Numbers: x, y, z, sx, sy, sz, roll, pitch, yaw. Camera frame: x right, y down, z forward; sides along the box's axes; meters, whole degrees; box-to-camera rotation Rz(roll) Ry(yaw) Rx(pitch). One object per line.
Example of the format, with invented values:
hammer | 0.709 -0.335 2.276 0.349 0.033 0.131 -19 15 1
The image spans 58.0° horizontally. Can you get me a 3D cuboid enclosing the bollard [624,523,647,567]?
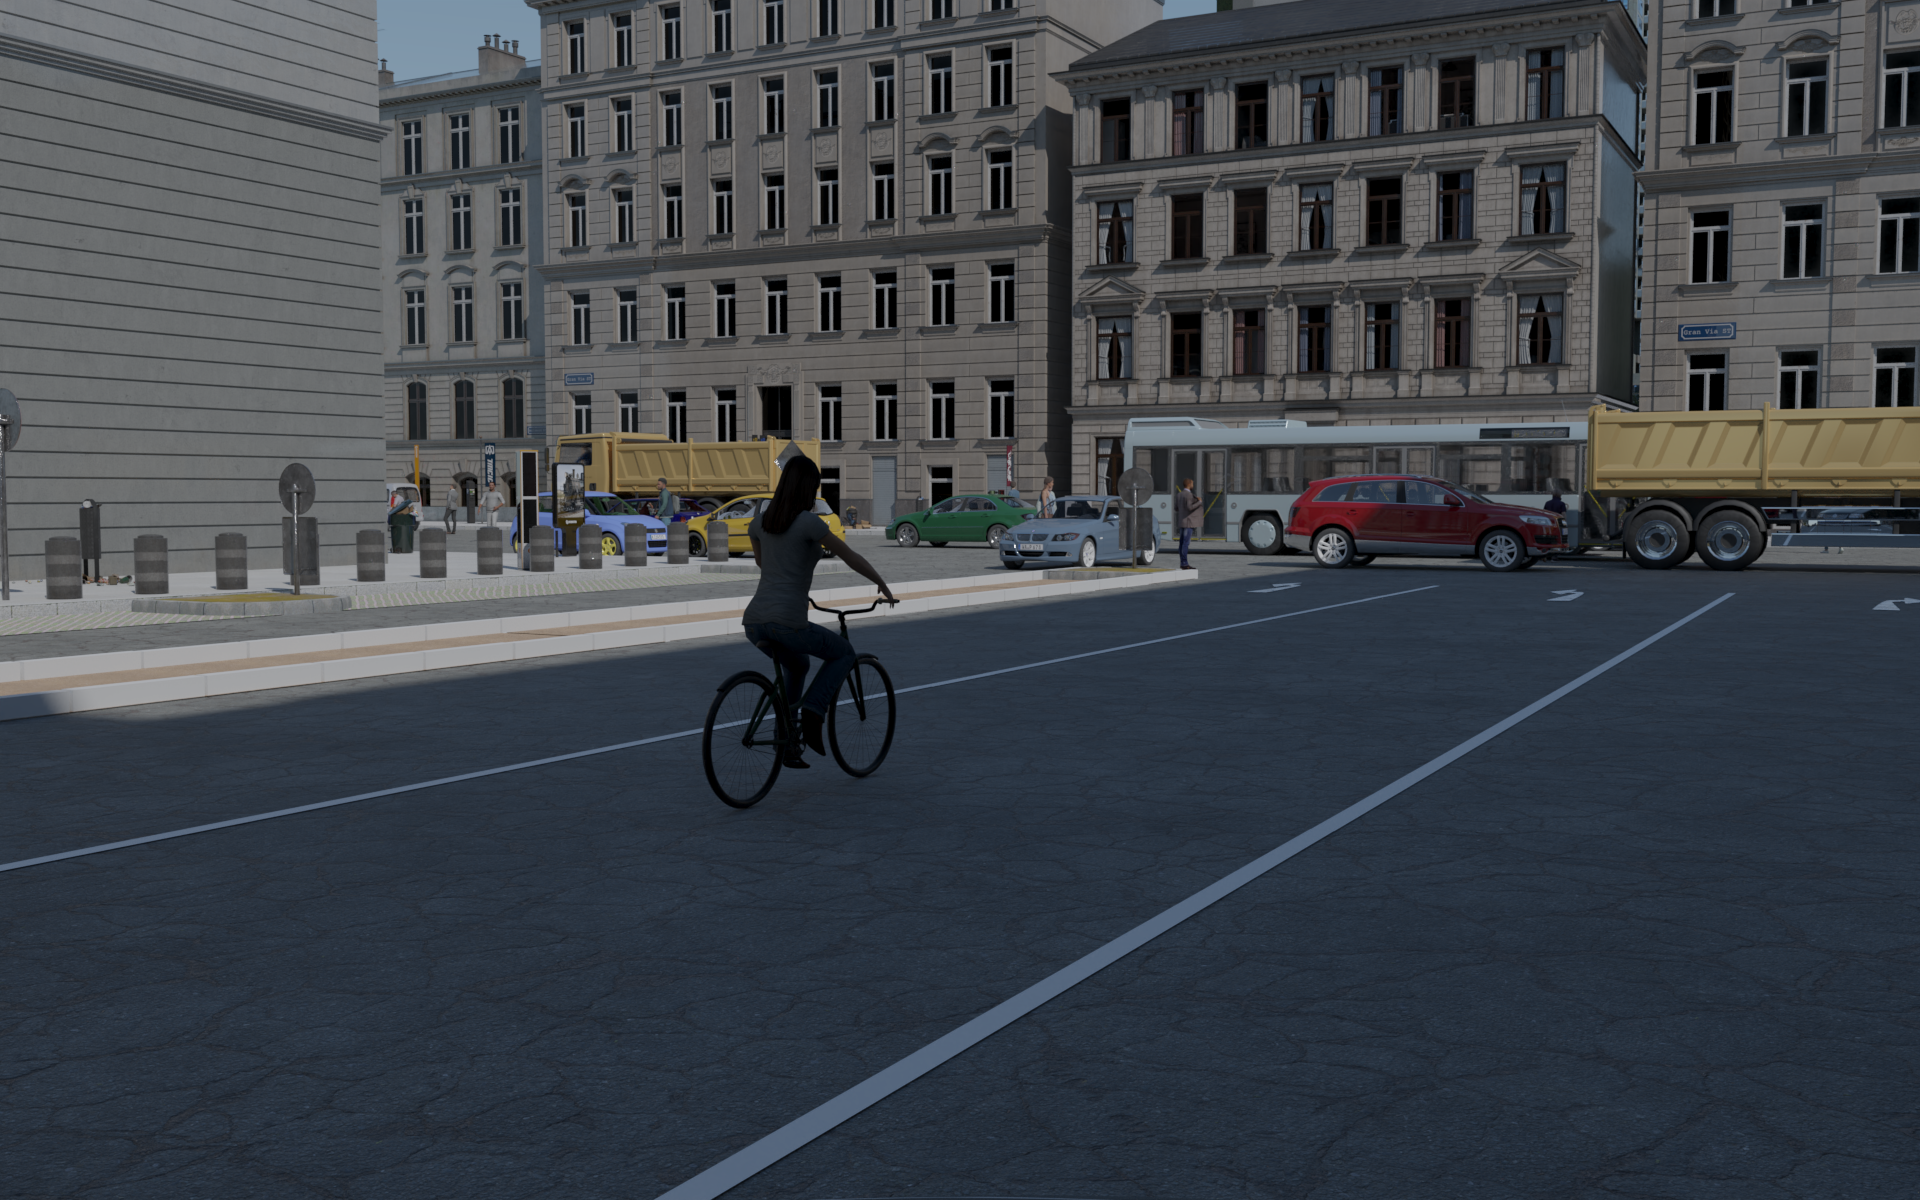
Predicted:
bollard | -5.762 -0.981 30.757 0.404 0.777 0.398 0 3 0

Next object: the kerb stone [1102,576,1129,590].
kerb stone | 2.272 -0.247 26.266 0.120 0.150 1.000 2 4 28

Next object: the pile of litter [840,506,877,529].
pile of litter | -3.782 -3.039 63.657 1.719 0.858 1.176 -2 4 -29

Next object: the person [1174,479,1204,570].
person | 4.335 -1.431 32.711 0.431 1.722 0.655 -1 4 -14

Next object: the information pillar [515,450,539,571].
information pillar | -7.263 -1.504 29.090 0.304 2.012 0.304 -2 4 -29

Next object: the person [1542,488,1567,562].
person | 12.409 -1.567 36.327 0.471 1.553 0.569 0 4 -5

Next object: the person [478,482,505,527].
person | -13.973 -2.623 51.528 0.875 1.805 0.789 0 4 -2

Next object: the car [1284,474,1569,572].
car | 8.920 -1.506 33.300 5.304 1.827 2.281 2 4 29

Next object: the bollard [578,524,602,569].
bollard | -6.338 -0.916 29.702 0.404 0.777 0.398 0 3 0

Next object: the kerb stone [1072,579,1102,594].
kerb stone | 1.782 -0.194 25.365 0.120 0.150 1.000 2 4 28

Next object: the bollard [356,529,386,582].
bollard | -8.658 -0.656 25.448 0.404 0.777 0.398 0 3 0

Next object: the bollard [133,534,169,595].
bollard | -10.393 -0.461 22.258 0.404 0.777 0.398 0 3 0

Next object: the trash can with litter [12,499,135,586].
trash can with litter | -12.440 -0.841 24.802 1.678 1.210 2.233 -3 5 -43

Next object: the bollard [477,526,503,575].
bollard | -7.490 -0.787 27.588 0.404 0.777 0.398 0 3 0

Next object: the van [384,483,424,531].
van | -22.793 -3.684 67.237 4.112 2.044 2.013 2 4 30

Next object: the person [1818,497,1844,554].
person | 21.011 -1.996 41.718 0.593 1.750 0.643 0 4 5

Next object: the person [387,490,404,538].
person | -18.325 -2.793 56.381 0.590 1.554 0.614 0 4 5

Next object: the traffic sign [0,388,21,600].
traffic sign | -11.523 -1.268 20.842 0.768 2.556 0.104 2 4 33

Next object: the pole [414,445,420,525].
pole | -22.564 -4.781 72.017 0.158 3.312 0.155 0 3 0

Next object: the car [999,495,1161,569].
car | 2.432 -1.350 34.081 2.014 1.417 4.499 2 4 30

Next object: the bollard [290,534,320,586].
bollard | -9.228 -0.592 24.390 0.404 0.777 0.398 0 3 0

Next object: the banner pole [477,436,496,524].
banner pole | -20.296 -5.154 74.277 0.863 3.779 0.401 0 4 2

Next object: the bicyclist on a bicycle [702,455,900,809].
bicyclist on a bicycle | -0.737 0.106 8.290 1.499 1.676 1.625 2 4 29

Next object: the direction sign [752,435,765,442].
direction sign | -7.701 -4.548 66.357 0.379 3.537 0.876 2 4 27

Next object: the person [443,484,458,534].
person | -18.141 -3.241 61.676 0.473 1.802 0.592 2 4 35

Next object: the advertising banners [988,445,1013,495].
advertising banners | 1.448 -3.987 61.376 0.090 3.025 2.074 2 4 26

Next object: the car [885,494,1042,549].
car | 0.267 -2.107 46.249 4.920 1.459 2.131 2 4 30

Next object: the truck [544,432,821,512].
truck | -9.051 -3.567 54.247 9.791 3.379 3.469 2 4 30

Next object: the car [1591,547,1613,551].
car | 17.545 -2.110 43.536 4.494 1.783 2.155 2 4 27

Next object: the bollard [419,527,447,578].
bollard | -8.070 -0.722 26.524 0.404 0.777 0.398 0 3 0

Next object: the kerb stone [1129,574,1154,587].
kerb stone | 2.763 -0.304 27.166 0.120 0.150 1.000 2 4 28

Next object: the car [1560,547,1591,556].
car | 13.296 -2.000 41.501 4.718 1.807 1.959 2 4 29

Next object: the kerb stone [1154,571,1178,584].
kerb stone | 3.250 -0.359 28.073 0.120 0.150 1.000 2 4 28

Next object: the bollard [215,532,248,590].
bollard | -9.811 -0.526 23.322 0.404 0.777 0.398 0 3 0

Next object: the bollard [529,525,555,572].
bollard | -6.913 -0.852 28.646 0.404 0.777 0.398 0 3 0

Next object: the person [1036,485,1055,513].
person | 2.001 -1.944 40.776 0.515 1.767 0.782 3 4 38

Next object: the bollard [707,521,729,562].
bollard | -4.599 -1.112 32.895 0.404 0.777 0.398 0 3 0

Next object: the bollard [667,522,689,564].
bollard | -5.184 -1.046 31.821 0.404 0.777 0.398 0 3 0

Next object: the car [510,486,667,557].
car | -8.113 -1.750 38.208 3.694 1.707 1.945 2 4 28

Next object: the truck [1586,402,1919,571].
truck | 16.913 -2.210 32.066 9.791 3.379 3.469 2 4 27

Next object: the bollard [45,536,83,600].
bollard | -10.971 -0.396 21.199 0.404 0.777 0.398 0 3 0

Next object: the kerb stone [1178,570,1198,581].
kerb stone | 3.744 -0.414 28.972 0.120 0.150 1.000 2 4 28

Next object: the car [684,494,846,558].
car | -4.542 -1.757 38.947 3.980 1.641 2.015 2 4 30

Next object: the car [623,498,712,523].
car | -8.341 -2.013 45.499 3.894 1.354 1.945 2 4 28

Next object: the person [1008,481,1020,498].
person | 1.609 -2.616 51.293 0.581 1.822 0.654 -2 4 -32

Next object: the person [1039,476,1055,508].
person | 1.853 -1.766 37.464 0.778 1.811 0.616 1 4 15

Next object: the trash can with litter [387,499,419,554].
trash can with litter | -12.219 -1.580 37.226 1.055 1.170 0.624 -2 4 -34

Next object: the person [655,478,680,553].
person | -7.119 -2.023 41.569 0.713 1.824 0.794 1 4 13

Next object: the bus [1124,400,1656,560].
bus | 10.360 -2.740 39.652 13.247 3.499 2.948 2 4 28

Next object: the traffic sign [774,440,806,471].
traffic sign | -3.119 -1.738 32.059 0.795 2.450 0.064 2 4 28
